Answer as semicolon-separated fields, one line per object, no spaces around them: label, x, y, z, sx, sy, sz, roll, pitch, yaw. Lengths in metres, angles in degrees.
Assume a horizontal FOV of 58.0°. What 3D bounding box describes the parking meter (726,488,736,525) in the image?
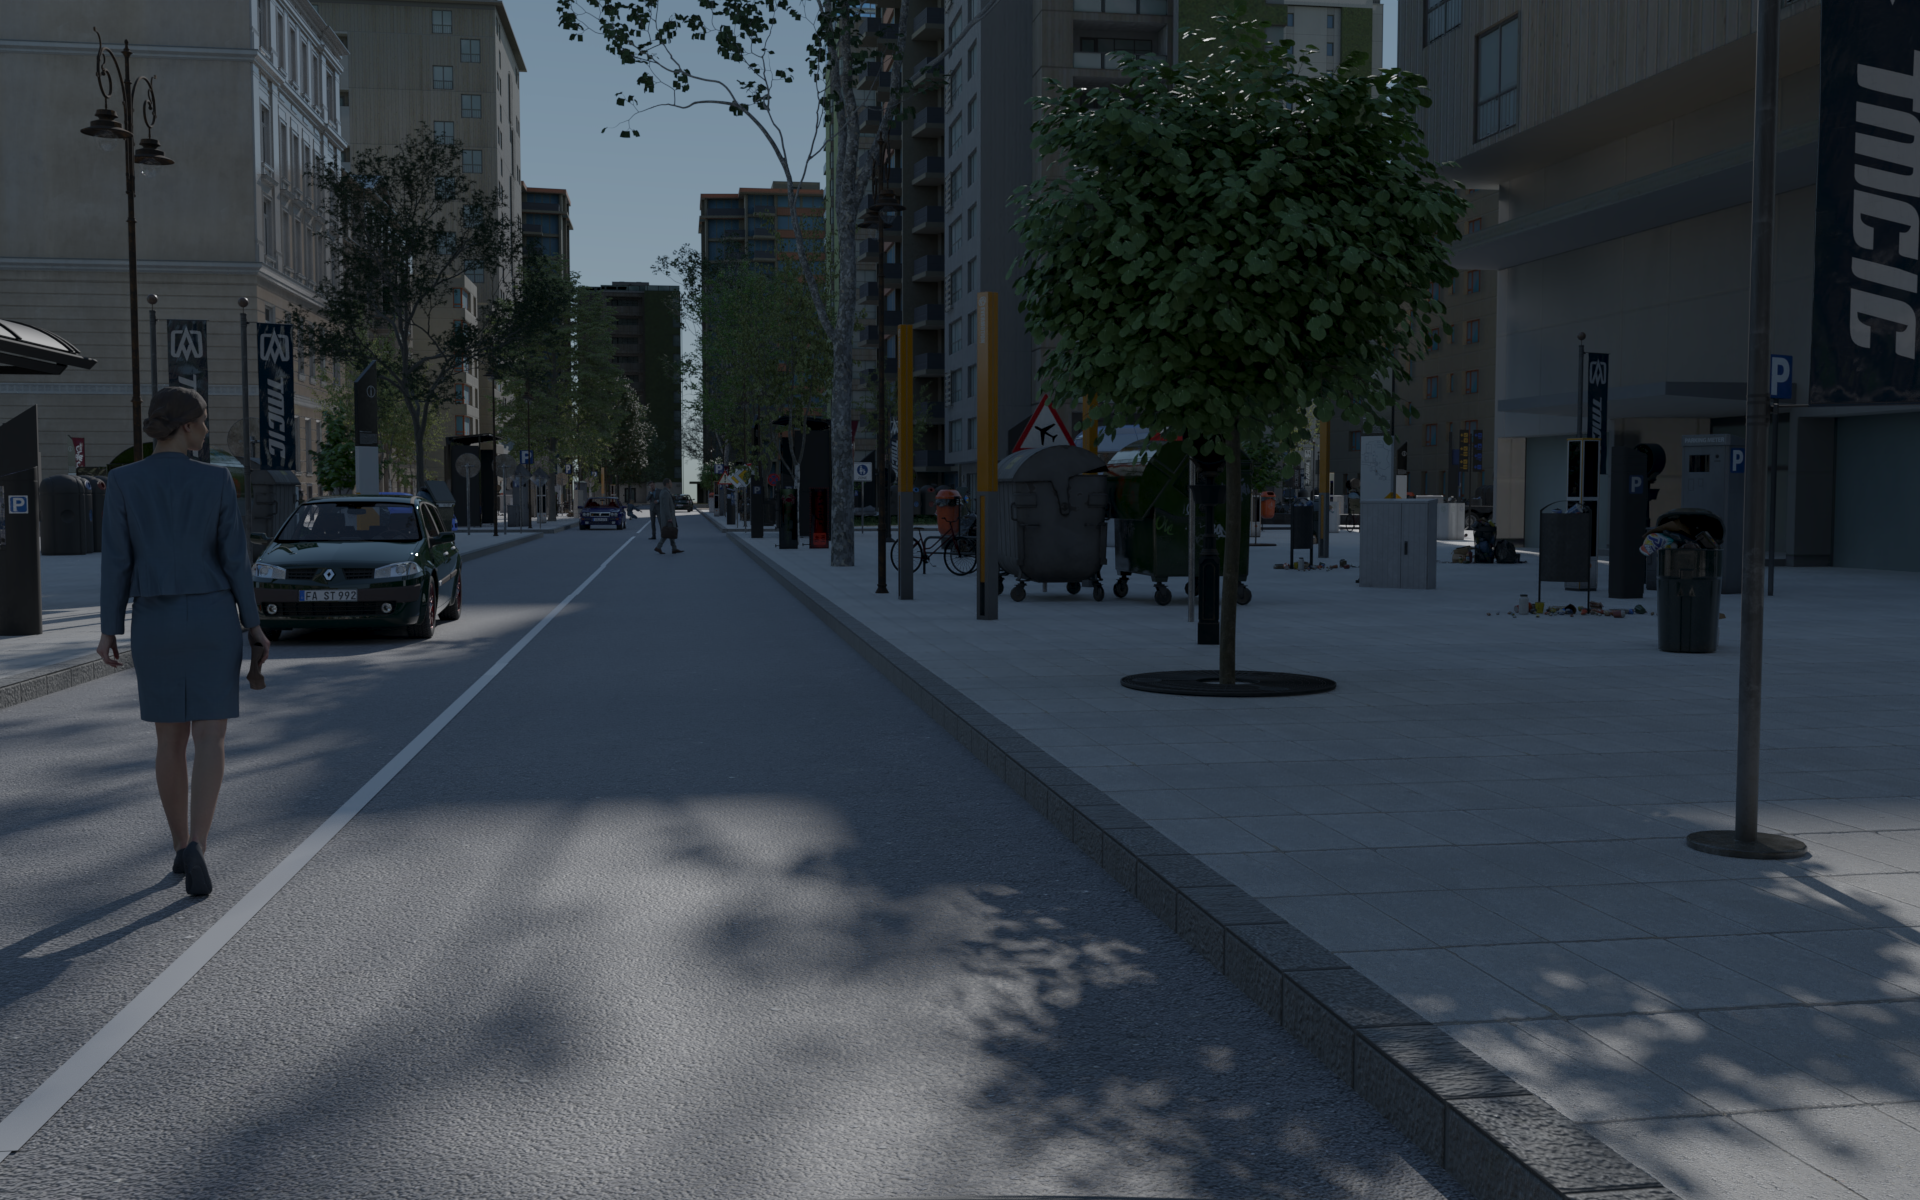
parking meter;-9.587;-3.921;72.515;0.372;1.533;0.369;0;3;0

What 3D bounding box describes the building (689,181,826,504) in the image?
building;-23.906;-36.123;245.232;28.867;44.769;22.147;-1;4;-9

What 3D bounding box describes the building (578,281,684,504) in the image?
building;-45.366;-28.565;238.742;14.107;30.474;14.160;-1;4;-9

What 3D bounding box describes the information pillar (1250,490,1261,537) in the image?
information pillar;8.736;-2.868;51.385;0.304;2.012;0.304;-1;4;-11

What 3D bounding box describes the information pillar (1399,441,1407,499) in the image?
information pillar;19.525;-5.210;76.540;0.504;3.616;0.183;-1;4;-13

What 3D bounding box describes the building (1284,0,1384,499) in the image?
building;32.193;-40.360;201.884;28.212;58.520;21.231;-1;4;-9

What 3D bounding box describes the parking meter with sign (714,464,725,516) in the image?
parking meter with sign;-14.062;-6.452;101.752;0.543;3.016;1.738;0;4;-2

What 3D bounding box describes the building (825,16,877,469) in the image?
building;-4.258;-28.727;153.275;14.154;41.232;14.086;-1;4;-9

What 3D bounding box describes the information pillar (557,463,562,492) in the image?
information pillar;-30.544;-8.616;132.223;0.504;3.616;0.183;2;4;33

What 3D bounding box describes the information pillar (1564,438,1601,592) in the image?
information pillar;8.232;-1.127;22.911;0.304;2.012;0.304;-1;4;-21

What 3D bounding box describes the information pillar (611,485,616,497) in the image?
information pillar;-27.558;-8.146;137.682;0.304;2.012;0.304;1;4;12

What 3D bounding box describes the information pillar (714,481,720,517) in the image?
information pillar;-13.878;-5.767;98.780;0.304;2.012;0.304;0;4;-4

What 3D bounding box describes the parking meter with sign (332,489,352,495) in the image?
parking meter with sign;-24.503;-4.425;68.616;1.738;3.016;0.543;-3;5;-40

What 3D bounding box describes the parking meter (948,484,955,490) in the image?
parking meter;-0.536;-5.903;102.218;0.255;1.863;0.399;-3;5;-44

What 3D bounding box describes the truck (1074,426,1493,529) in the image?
truck;12.816;-4.635;65.549;18.799;4.110;2.967;-1;4;-11

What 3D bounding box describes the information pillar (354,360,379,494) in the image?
information pillar;-10.331;-2.376;30.206;0.183;3.616;0.504;2;4;24

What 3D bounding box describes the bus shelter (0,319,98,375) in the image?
bus shelter;-10.777;-1.456;17.727;2.014;3.302;5.546;-1;4;-9

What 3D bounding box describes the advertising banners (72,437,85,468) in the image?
advertising banners;-26.912;-3.540;54.064;0.090;3.025;2.074;1;4;15

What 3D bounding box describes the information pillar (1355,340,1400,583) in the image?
information pillar;5.952;-2.043;24.762;0.504;3.616;0.183;3;5;40

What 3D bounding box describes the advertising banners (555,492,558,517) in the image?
advertising banners;-22.841;-6.151;96.750;0.090;3.025;2.074;0;4;6

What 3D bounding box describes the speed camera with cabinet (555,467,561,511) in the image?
speed camera with cabinet;-29.638;-8.124;127.166;0.660;3.252;2.038;-1;4;-11

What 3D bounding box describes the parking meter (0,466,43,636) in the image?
parking meter;-8.589;-0.450;15.772;0.372;1.533;0.369;0;3;0

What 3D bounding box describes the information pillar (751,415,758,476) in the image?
information pillar;-6.029;-3.646;50.959;0.183;3.616;0.504;0;4;8

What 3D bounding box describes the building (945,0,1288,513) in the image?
building;7.081;-24.554;85.058;14.086;41.232;14.154;-1;4;-9

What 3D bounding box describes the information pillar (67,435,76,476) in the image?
information pillar;-34.901;-4.700;68.207;0.504;3.616;0.183;1;4;18

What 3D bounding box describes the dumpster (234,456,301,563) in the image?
dumpster;-11.201;-1.314;27.242;1.264;1.857;1.865;-1;4;-9

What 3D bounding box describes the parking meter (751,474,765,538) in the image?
parking meter;-5.878;-2.730;50.352;0.399;1.863;0.255;0;4;-4

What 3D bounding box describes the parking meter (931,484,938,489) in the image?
parking meter;-1.438;-5.608;97.401;0.255;1.863;0.399;-2;4;-32

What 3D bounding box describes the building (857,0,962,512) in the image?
building;4.548;-28.383;118.693;22.147;44.769;28.867;-1;4;-9

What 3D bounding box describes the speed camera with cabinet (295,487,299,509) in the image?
speed camera with cabinet;-13.709;-2.361;32.942;2.038;3.252;0.660;-1;4;-8

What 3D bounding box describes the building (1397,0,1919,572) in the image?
building;25.730;-26.949;29.858;28.713;52.752;27.495;-1;4;-9

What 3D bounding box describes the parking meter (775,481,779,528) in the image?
parking meter;-6.797;-3.666;65.651;0.399;1.863;0.255;-1;4;-19

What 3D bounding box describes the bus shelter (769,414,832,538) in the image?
bus shelter;-4.885;-3.815;53.656;1.731;3.624;6.357;-1;4;-9

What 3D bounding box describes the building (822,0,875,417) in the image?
building;-6.242;-53.623;189.401;22.319;86.520;31.000;-1;4;-9

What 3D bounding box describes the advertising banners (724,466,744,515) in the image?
advertising banners;-14.049;-6.829;107.840;0.090;3.025;2.074;2;4;30

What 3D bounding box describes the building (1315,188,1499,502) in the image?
building;38.669;-15.372;96.378;28.899;21.520;27.650;-1;4;-9

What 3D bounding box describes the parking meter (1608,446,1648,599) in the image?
parking meter;8.223;-0.954;21.313;0.399;1.863;0.255;-2;4;-23

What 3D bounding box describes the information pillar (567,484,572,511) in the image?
information pillar;-28.825;-7.539;127.760;0.304;2.012;0.304;0;4;-6

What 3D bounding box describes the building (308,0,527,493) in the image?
building;-60.988;-36.381;184.065;27.495;52.752;28.713;-1;4;-9

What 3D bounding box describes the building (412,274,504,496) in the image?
building;-54.908;-18.567;148.616;27.650;21.520;28.899;-1;4;-9

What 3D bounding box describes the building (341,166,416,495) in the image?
building;-41.916;-17.672;108.018;14.460;24.649;34.723;-1;4;-9

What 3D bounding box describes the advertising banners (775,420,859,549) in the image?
advertising banners;-3.339;-2.717;40.610;2.074;3.025;0.090;-2;4;-24

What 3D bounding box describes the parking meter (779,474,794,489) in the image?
parking meter;-4.879;-2.671;49.374;0.399;1.863;0.255;-1;4;-13

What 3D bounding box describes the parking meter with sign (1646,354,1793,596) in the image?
parking meter with sign;9.763;-1.601;22.436;0.543;3.016;1.738;-2;4;-34

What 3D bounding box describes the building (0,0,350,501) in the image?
building;-37.068;-18.037;80.815;13.634;28.700;20.117;-1;4;-9

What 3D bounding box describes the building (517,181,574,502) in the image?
building;-67.971;-35.653;237.548;28.867;44.769;22.147;-1;4;-9

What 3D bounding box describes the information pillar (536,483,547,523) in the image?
information pillar;-18.301;-4.356;75.712;0.304;2.012;0.304;2;4;26

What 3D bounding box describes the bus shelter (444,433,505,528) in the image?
bus shelter;-19.366;-4.775;69.351;1.731;3.624;6.357;-1;4;-9

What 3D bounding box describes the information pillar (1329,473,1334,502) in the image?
information pillar;12.681;-3.378;59.721;0.304;2.012;0.304;3;5;42
